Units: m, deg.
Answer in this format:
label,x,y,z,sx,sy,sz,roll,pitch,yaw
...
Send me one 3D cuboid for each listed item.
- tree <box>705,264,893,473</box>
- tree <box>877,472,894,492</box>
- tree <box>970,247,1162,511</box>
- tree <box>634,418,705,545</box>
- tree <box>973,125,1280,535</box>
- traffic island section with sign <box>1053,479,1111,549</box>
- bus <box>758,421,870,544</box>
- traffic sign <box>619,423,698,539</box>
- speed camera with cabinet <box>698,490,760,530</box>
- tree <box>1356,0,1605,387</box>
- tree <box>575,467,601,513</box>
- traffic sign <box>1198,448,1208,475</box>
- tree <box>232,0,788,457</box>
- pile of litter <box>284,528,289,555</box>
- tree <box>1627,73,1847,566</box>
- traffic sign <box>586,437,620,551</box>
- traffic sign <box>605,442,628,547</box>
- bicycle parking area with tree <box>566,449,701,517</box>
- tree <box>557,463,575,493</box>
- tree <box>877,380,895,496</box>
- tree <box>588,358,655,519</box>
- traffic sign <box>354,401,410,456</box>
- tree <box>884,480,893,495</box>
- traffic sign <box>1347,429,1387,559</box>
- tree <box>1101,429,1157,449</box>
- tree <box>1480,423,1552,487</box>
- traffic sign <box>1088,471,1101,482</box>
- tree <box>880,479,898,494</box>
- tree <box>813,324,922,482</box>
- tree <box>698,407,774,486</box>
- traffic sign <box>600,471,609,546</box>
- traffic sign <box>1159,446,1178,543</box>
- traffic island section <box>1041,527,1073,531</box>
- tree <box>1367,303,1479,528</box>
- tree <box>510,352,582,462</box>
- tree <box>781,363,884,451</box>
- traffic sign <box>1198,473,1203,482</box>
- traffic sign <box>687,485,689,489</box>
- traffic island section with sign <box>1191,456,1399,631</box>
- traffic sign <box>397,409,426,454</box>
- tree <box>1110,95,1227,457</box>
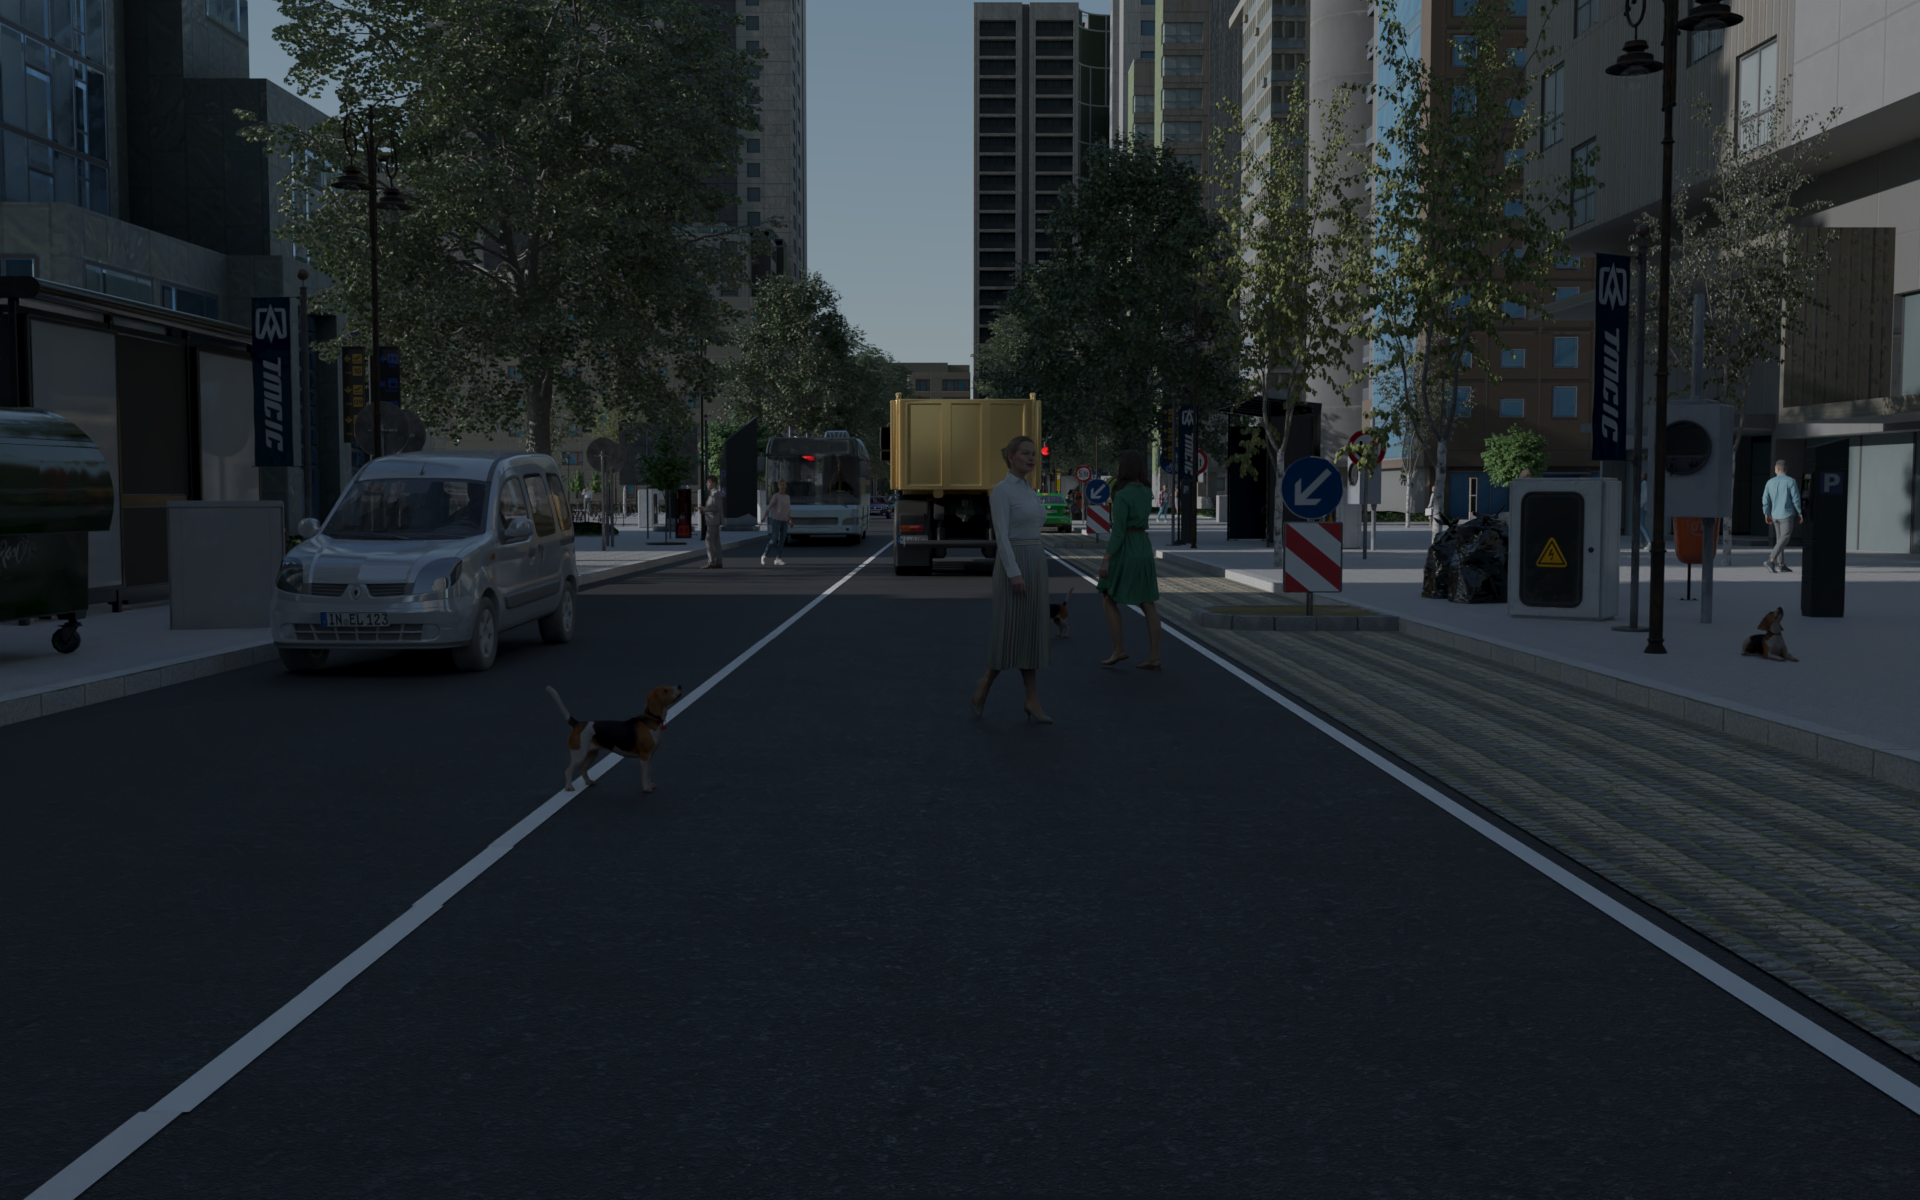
label,x,y,z,sx,sy,sz,roll,pitch,yaw
tree,-8.081,-10.384,86.792,9.611,12.733,9.660,0,3,0
tree,-8.796,-15.177,198.504,4.737,8.622,4.395,0,3,0
tree,6.268,-11.038,87.121,9.857,13.997,8.962,0,3,0
tree,-7.534,-3.017,43.930,1.663,3.219,1.824,0,3,0
tree,5.342,-8.391,54.207,9.611,12.733,9.660,0,3,0
traffic island section with sign,3.482,-2.278,45.880,1.989,1.847,2.006,0,4,0
bus,-4.141,-3.520,52.410,2.948,3.499,13.247,0,4,-2
traffic sign,-8.634,-3.408,49.589,2.265,3.308,0.079,0,4,2
speed camera with cabinet,-8.410,-4.171,62.537,2.038,3.252,0.660,1,4,11
tree,6.829,-4.527,24.379,4.737,8.622,4.395,0,3,0
tree,-26.496,-7.724,120.880,1.663,3.219,1.824,0,3,0
traffic sign,6.424,-2.903,47.574,0.768,2.556,0.104,0,4,6
tree,-8.197,-7.724,32.938,9.857,13.997,8.962,0,3,0
pile of litter,-10.325,-0.699,25.390,1.176,0.858,1.719,0,4,8
tree,13.809,-4.941,31.141,4.360,8.622,3.978,0,3,0
traffic sign,-8.033,-2.378,38.993,0.768,2.556,0.104,0,4,4
traffic sign,-8.408,-2.551,41.821,0.768,2.556,0.104,0,4,3
bicycle parking area with tree,-19.720,-7.497,109.571,9.016,4.147,8.231,-3,5,-45
tree,-21.745,-5.930,91.550,1.663,3.219,1.824,0,3,0
tree,-7.917,-16.462,179.525,12.009,13.543,11.850,0,3,0
tree,-17.499,-8.552,90.180,4.737,8.622,4.395,0,3,0
traffic sign,-7.959,-1.453,23.867,0.768,2.556,0.104,0,3,0
tree,-8.933,-13.486,215.102,1.663,3.219,1.824,0,3,0
traffic sign,7.950,-2.070,33.943,0.768,2.556,0.104,0,4,2
tree,12.192,-10.478,121.671,4.360,8.622,3.978,0,3,0
tree,25.658,-5.879,79.832,4.285,4.588,4.351,0,3,0
traffic sign,7.286,-5.764,94.352,0.768,2.556,0.104,0,4,4
tree,-8.442,-18.859,226.475,7.486,12.596,7.792,0,3,0
tree,-8.577,-13.582,128.713,9.857,13.997,8.962,0,3,0
tree,-8.377,-5.005,65.545,4.285,4.588,4.351,0,3,0
traffic sign,-8.661,-2.593,42.504,0.768,2.556,0.104,0,4,2
traffic sign,5.612,-2.783,45.601,0.768,2.556,0.104,0,3,0
traffic island section,3.401,-2.848,68.839,2.009,0.180,2.903,0,4,0
tree,17.292,-7.058,65.765,4.360,8.622,3.978,0,3,0
tree,-19.935,-8.138,83.412,4.360,8.622,3.978,0,3,0
tree,-8.318,-10.543,106.790,8.767,10.594,7.601,1,4,19
traffic sign,8.593,-3.742,63.306,0.606,2.300,0.079,0,4,7
traffic sign,-10.741,-4.184,68.512,0.768,2.556,0.104,0,4,4
traffic island section with sign,3.580,-0.630,18.925,1.989,1.847,2.006,0,4,0
traffic sign,-8.384,-1.582,25.978,0.768,2.556,0.104,0,4,2
tree,5.804,-4.905,30.556,4.737,8.622,4.395,0,3,0
